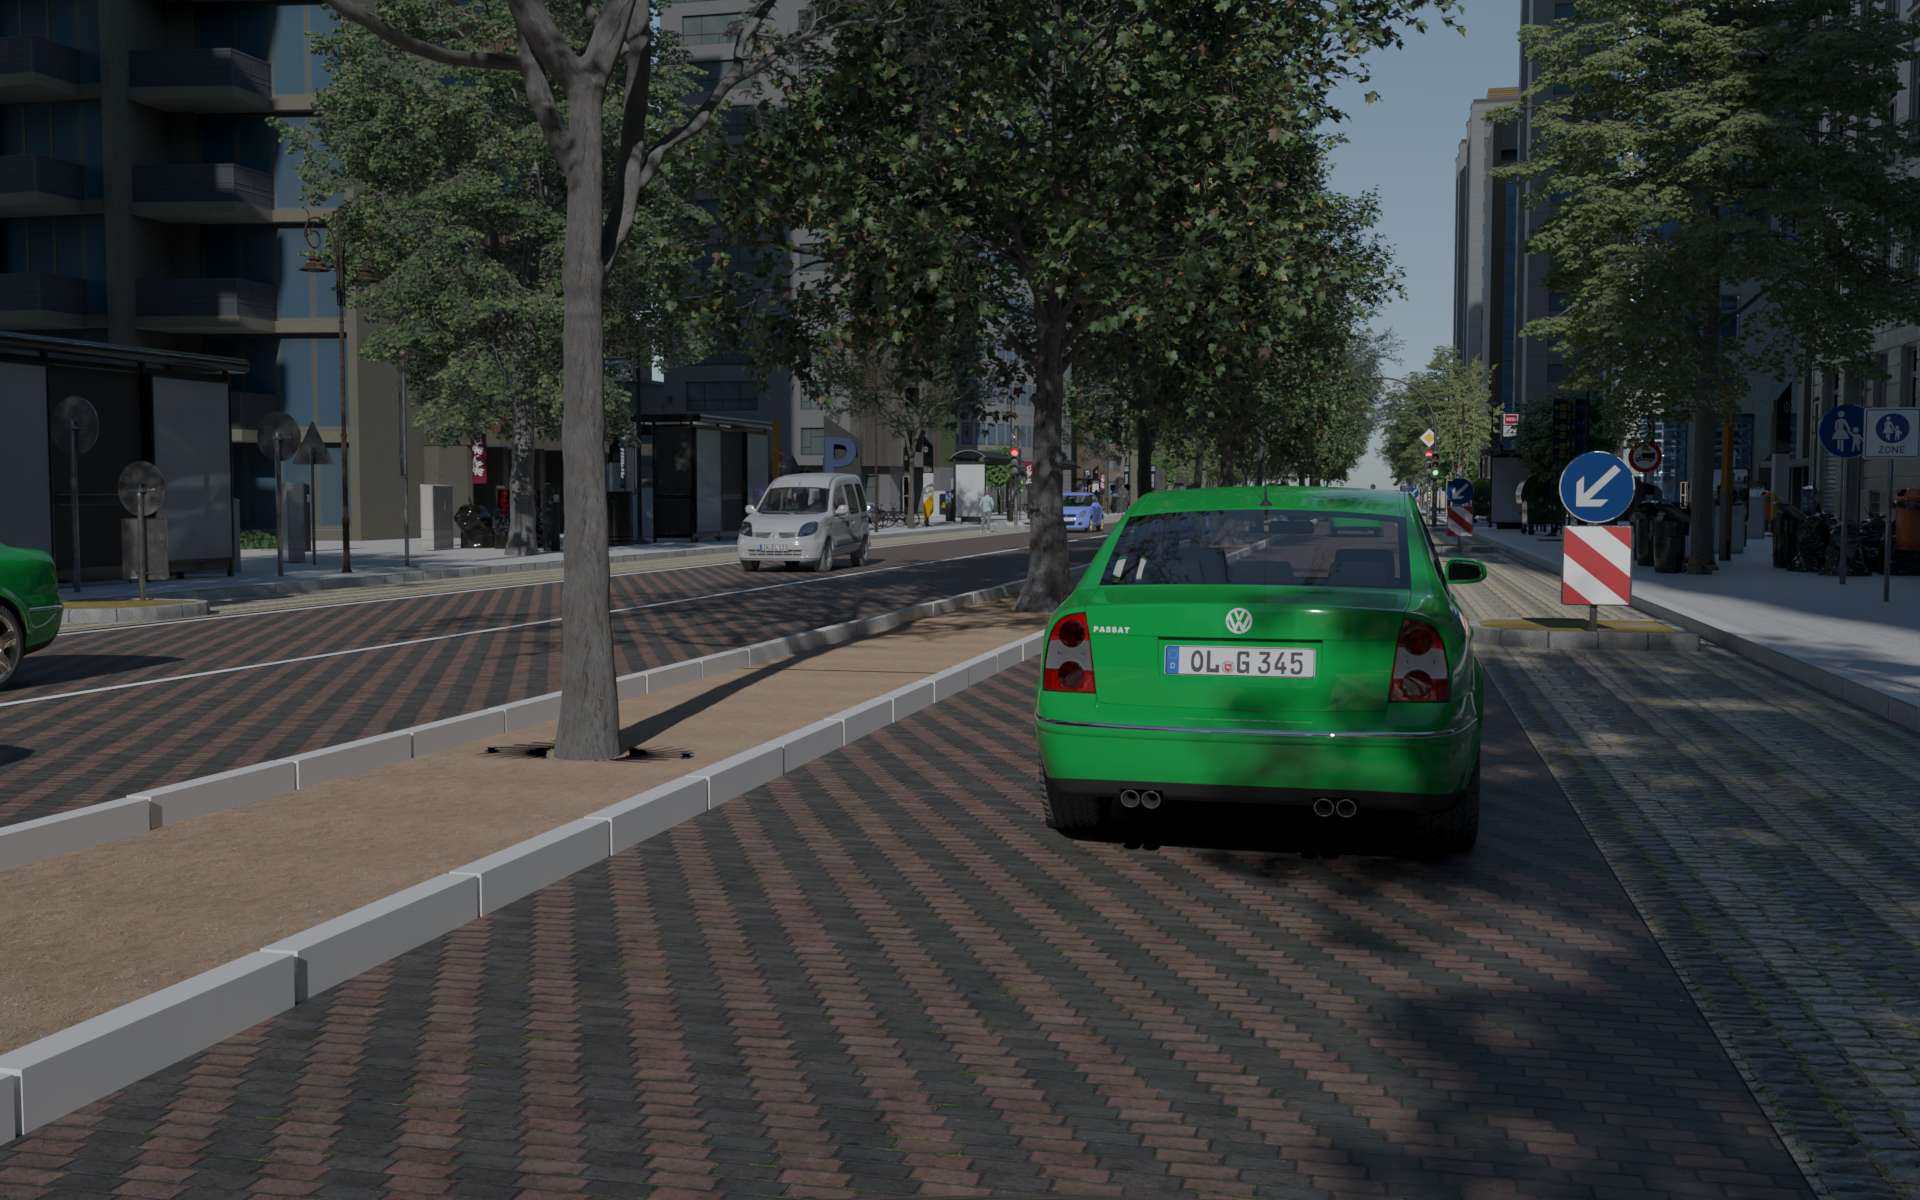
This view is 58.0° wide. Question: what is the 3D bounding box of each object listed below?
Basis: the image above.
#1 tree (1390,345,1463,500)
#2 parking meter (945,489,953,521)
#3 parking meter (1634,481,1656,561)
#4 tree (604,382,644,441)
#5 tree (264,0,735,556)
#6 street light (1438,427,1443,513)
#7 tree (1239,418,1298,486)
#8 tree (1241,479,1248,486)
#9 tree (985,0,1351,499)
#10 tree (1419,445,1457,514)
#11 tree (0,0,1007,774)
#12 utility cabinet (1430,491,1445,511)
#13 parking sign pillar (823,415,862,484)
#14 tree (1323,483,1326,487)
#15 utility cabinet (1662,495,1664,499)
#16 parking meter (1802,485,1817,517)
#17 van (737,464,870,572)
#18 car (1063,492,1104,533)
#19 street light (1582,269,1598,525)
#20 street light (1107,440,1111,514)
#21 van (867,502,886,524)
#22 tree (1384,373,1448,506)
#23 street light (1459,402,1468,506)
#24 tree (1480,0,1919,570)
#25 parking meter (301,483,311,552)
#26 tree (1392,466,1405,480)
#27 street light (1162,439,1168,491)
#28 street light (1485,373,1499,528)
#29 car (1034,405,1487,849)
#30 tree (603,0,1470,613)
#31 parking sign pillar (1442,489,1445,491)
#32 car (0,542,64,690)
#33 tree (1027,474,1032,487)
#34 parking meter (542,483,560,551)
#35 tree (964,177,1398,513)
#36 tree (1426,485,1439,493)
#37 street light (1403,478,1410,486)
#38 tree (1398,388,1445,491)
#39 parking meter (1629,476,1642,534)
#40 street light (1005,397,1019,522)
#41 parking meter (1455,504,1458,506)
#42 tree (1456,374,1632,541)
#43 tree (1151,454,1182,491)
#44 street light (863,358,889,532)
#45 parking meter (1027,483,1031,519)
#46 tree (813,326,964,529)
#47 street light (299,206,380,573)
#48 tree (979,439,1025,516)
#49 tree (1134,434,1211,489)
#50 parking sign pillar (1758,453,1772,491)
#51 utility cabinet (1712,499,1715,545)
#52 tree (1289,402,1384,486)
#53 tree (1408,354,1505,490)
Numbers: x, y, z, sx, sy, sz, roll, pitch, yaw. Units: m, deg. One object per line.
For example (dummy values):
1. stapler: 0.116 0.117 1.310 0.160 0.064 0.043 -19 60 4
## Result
1. tree: 37.150 -13.087 132.103 7.486 12.596 7.792 0 3 0
2. parking meter: -0.497 -4.451 81.177 0.372 1.533 0.369 0 3 0
3. parking meter: 13.212 -1.529 33.416 0.372 1.533 0.369 0 3 0
4. tree: -19.951 -9.015 97.754 4.737 8.622 4.395 0 3 0
5. tree: -9.226 -7.919 36.123 9.857 13.997 8.962 0 3 0
6. street light: 32.546 -8.842 117.347 0.468 5.910 1.993 1 4 13
7. tree: 9.071 -6.227 54.632 4.360 8.622 3.978 0 3 0
8. tree: 32.175 -17.706 207.626 7.486 12.596 7.792 0 3 0
9. tree: 3.214 -6.247 30.345 9.928 11.665 9.643 0 3 0
10. tree: 28.607 -7.067 99.254 4.285 4.588 4.351 0 3 0
11. tree: -2.021 -5.893 9.175 12.009 13.543 11.850 0 3 0
12. utility cabinet: 36.257 -7.518 131.600 1.173 1.500 0.318 1 4 16
13. parking sign pillar: -4.004 -4.317 59.048 1.447 3.967 1.447 0 4 3
14. tree: 30.844 -11.837 146.347 4.737 8.622 4.395 0 3 0
15. utility cabinet: 37.870 -5.049 93.705 0.306 1.237 1.020 2 4 27
16. parking meter: 23.998 -2.479 48.945 0.372 1.533 0.369 0 3 0
17. van: -2.948 -1.599 33.148 2.013 2.044 4.112 1 4 11
18. car: 4.332 -3.406 65.284 1.945 1.707 3.694 1 4 14
19. street light: 12.919 -3.846 35.676 0.468 5.910 1.993 1 4 13
20. street light: 9.295 -8.317 108.769 0.468 5.910 1.993 1 4 13
21. van: -5.292 -4.216 75.950 4.112 2.044 2.013 1 4 14
22. tree: 48.690 -16.831 181.839 9.857 13.997 8.962 0 3 0
23. street light: 25.249 -6.988 87.035 0.468 5.910 1.993 1 4 13
24. tree: 12.610 -6.759 28.644 7.486 12.596 7.792 0 3 0
25. parking meter: -14.587 -1.832 38.369 0.372 1.533 0.369 0 3 0
26. tree: 55.015 -15.939 210.968 4.737 8.622 4.395 0 3 0
27. street light: 16.488 -10.130 138.417 0.468 5.910 1.993 1 4 13
28. street light: 20.277 -5.704 66.044 0.468 5.910 1.993 1 4 13
29. car: 1.591 0.017 8.513 1.959 1.807 4.718 1 4 15
30. tree: 1.055 -6.192 20.699 9.611 12.733 9.660 0 3 0
31. parking sign pillar: 40.858 -9.563 144.828 1.447 3.967 1.447 -3 4 -37
32. car: -8.118 -0.152 11.282 1.959 1.807 4.718 1 4 14
33. tree: 4.413 -5.698 87.763 1.663 3.219 1.824 0 3 0
34. parking meter: -9.202 -1.871 38.995 0.372 1.533 0.369 0 3 0
35. tree: 5.286 -6.254 39.120 8.767 10.594 7.601 1 4 13
36. tree: 45.441 -10.578 167.555 1.663 3.219 1.824 0 3 0
37. street light: 62.384 -16.432 241.457 0.468 5.910 1.993 1 4 13
38. tree: 41.264 -13.350 152.685 7.601 10.594 8.767 0 4 -2
39. parking meter: 21.928 -3.091 56.254 0.255 1.863 0.399 2 4 35
40. street light: 2.332 -6.510 79.221 0.468 5.910 1.993 1 4 13
41. parking meter: 29.866 -6.002 103.846 0.399 1.863 0.255 -2 4 -27
42. tree: 16.652 -3.896 47.415 4.285 4.588 4.351 0 3 0
43. tree: 16.435 -9.661 141.665 4.285 4.588 4.351 0 3 0
44. street light: -2.810 -5.212 58.009 0.468 5.910 1.993 1 4 13
45. parking meter: 3.648 -5.165 90.162 0.255 1.863 0.399 0 4 -5
46. tree: -1.985 -7.900 63.584 8.767 10.594 7.601 2 4 24
47. street light: -10.025 -3.385 28.140 0.468 5.910 1.993 1 4 13
48. tree: 2.476 -7.334 103.616 4.285 4.588 4.351 0 3 0
49. tree: 17.791 -14.099 148.653 7.486 12.596 7.792 0 3 0
50. parking sign pillar: 51.241 -7.423 109.840 1.447 3.967 1.447 -1 4 -12
51. utility cabinet: 14.643 -1.399 34.032 0.306 1.237 1.020 1 4 19
52. tree: 27.053 -13.534 130.401 9.857 13.997 8.962 0 3 0
53. tree: 26.674 -8.644 91.687 4.737 8.622 4.395 0 3 0
